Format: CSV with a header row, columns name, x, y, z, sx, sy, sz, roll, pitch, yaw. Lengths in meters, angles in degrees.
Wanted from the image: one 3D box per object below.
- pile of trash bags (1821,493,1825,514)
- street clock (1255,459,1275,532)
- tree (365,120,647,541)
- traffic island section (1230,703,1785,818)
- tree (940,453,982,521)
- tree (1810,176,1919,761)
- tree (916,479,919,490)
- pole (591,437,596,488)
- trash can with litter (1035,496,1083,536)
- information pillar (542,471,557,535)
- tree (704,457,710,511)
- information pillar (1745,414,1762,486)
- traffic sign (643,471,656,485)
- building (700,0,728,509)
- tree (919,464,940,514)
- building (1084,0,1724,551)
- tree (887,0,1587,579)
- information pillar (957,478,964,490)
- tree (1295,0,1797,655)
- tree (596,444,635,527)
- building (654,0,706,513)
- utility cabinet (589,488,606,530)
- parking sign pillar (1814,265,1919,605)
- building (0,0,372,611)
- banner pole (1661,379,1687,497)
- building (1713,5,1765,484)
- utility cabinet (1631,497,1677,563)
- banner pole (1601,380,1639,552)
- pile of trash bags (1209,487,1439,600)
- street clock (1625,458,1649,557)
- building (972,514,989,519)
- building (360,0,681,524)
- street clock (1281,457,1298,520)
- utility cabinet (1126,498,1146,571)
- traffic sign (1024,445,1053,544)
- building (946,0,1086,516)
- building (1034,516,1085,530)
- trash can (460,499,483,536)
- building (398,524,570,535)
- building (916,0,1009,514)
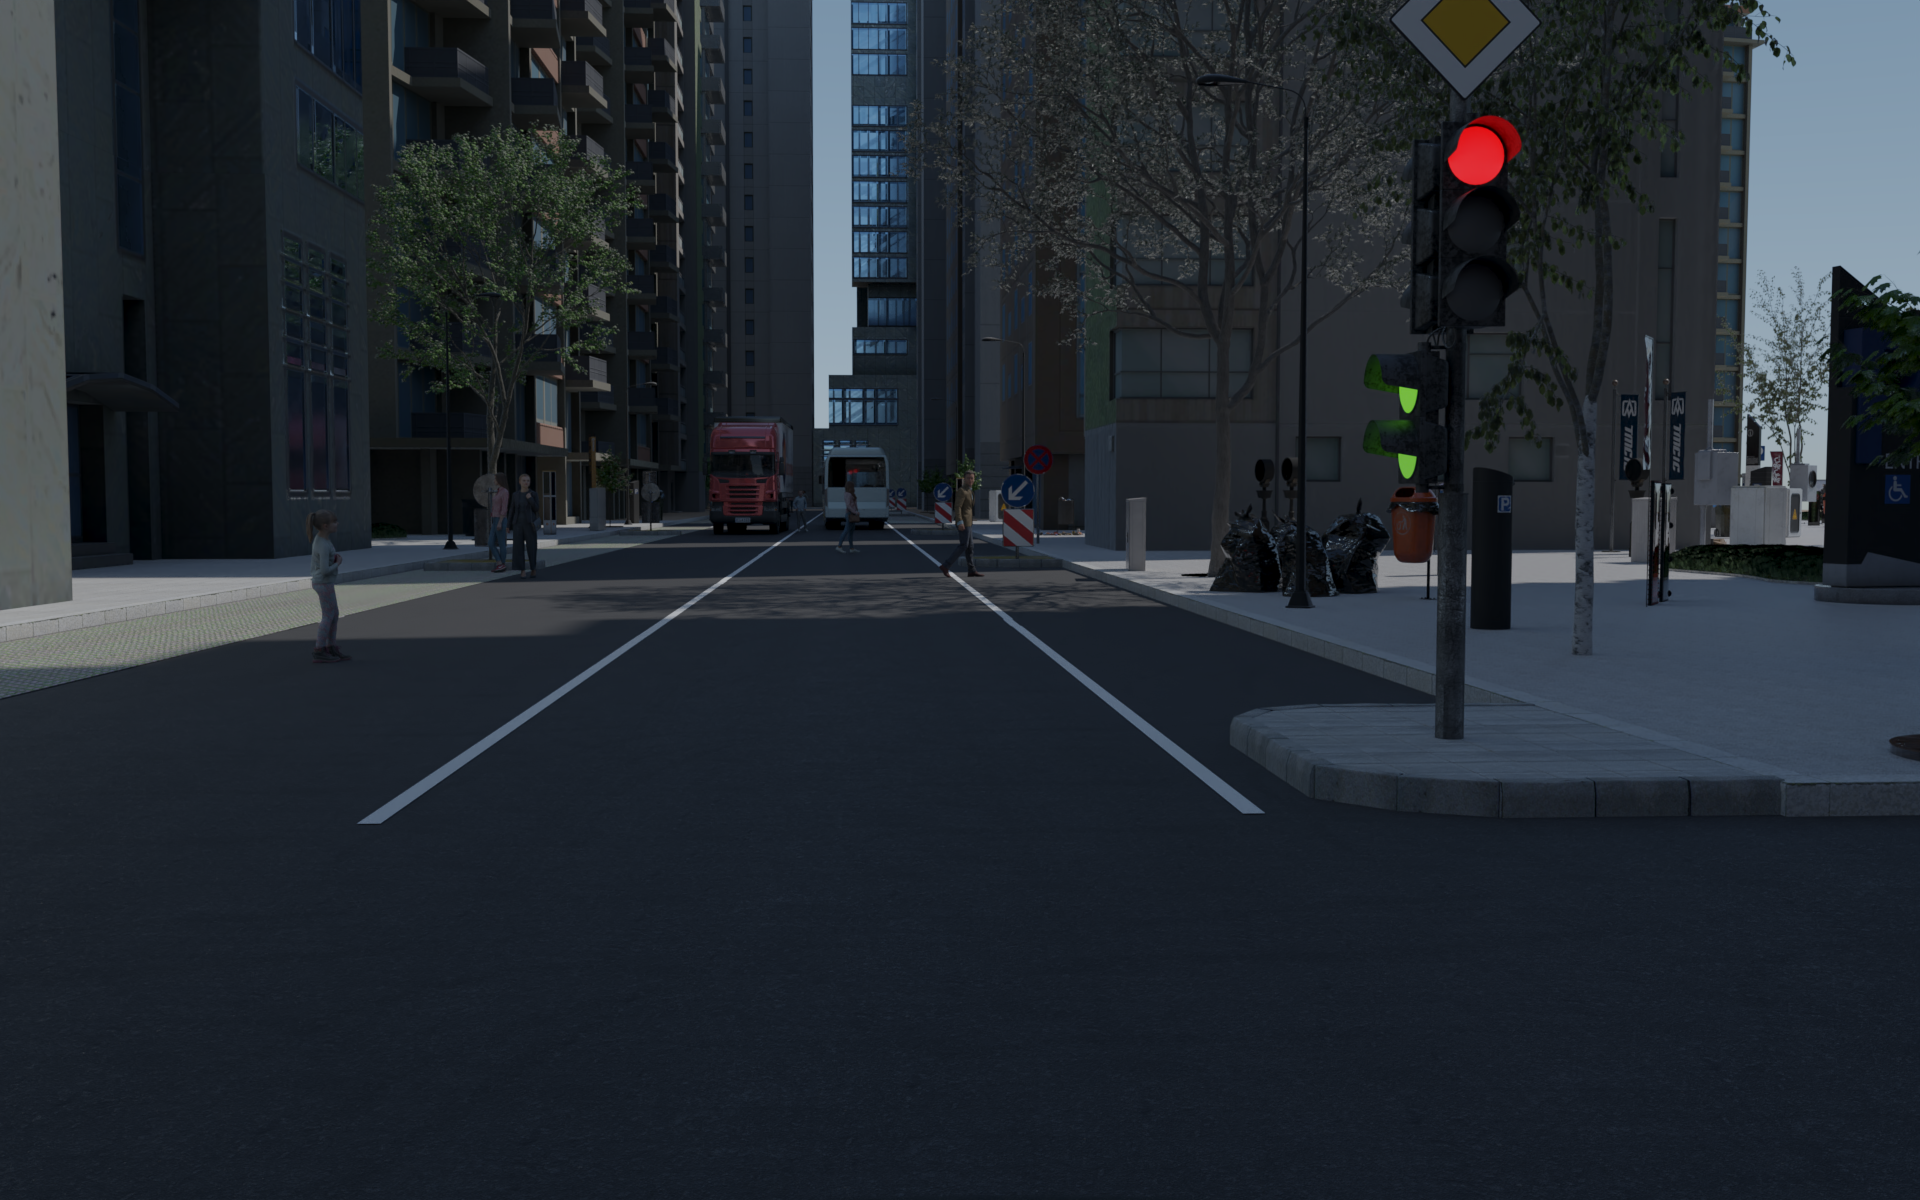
name,x,y,z,sx,sy,sz,roll,pitch,yaw
pile of trash bags,34.455,-3.443,66.048,1.912,1.369,3.447,-2,4,-28
street clock,6.309,-1.917,35.917,0.358,2.002,0.471,-1,4,-17
tree,-12.741,-7.449,47.544,9.928,11.665,9.643,0,3,0
traffic island section,2.597,0.805,9.117,2.009,0.180,2.903,0,4,-4
tree,0.181,-5.355,82.149,1.663,3.219,1.824,0,3,0
tree,4.998,-0.845,8.412,1.663,3.219,1.824,0,3,0
tree,-2.350,-7.664,119.914,1.663,3.219,1.824,0,3,0
pole,-13.045,-4.152,61.728,0.158,3.312,0.155,0,3,0
trash can with litter,2.913,-2.628,54.021,2.233,1.210,1.678,0,4,5
information pillar,-12.924,-3.060,54.530,0.304,2.012,0.304,1,4,21
tree,-18.778,-9.085,132.248,4.285,4.588,4.351,0,3,0
information pillar,23.056,-3.611,50.389,0.183,3.616,0.504,-1,4,-22
traffic sign,-13.935,-4.627,77.774,0.606,2.300,0.079,0,4,1
building,-35.180,-32.105,144.528,30.456,49.044,23.786,0,4,-4
tree,-1.525,-7.188,112.125,1.663,3.219,1.824,0,3,0
building,10.078,-22.109,45.085,14.154,41.232,14.086,0,4,-4
tree,4.158,-7.098,26.427,12.009,13.543,11.850,0,3,0
information pillar,0.011,-4.557,79.003,0.304,2.012,0.304,1,4,9
tree,4.763,-3.874,13.698,4.360,8.622,3.978,0,3,0
tree,-13.404,-4.423,66.918,1.663,3.219,1.824,0,3,0
building,-25.271,-26.612,118.707,14.154,41.232,14.086,0,4,-4
utility cabinet,-12.690,-3.176,60.602,0.318,1.500,1.173,0,4,2
parking sign pillar,11.003,-1.963,20.568,1.447,3.967,1.447,-1,4,-12
building,-22.132,-43.413,22.478,22.319,86.520,31.000,0,4,-4
banner pole,15.418,-2.906,37.536,0.401,3.779,0.863,-1,4,-17
building,53.732,-30.394,151.560,28.867,44.769,22.147,0,4,-4
utility cabinet,12.900,-1.289,32.237,0.306,1.237,1.020,-1,4,-11
banner pole,14.601,-2.947,38.199,0.863,3.779,0.401,-1,4,-17
pile of trash bags,4.781,-0.758,22.143,1.912,1.369,3.447,-2,4,-31
street clock,13.773,-1.877,35.254,0.358,2.002,0.471,-1,4,-22
building,10.633,-34.272,102.354,21.231,58.520,28.212,0,4,-4
building,-27.669,-27.055,96.968,22.147,44.769,28.867,0,4,-4
street clock,6.562,-1.818,34.289,0.358,2.002,0.471,-1,4,-18
utility cabinet,2.962,-1.108,29.275,0.306,1.237,1.020,0,4,3
traffic sign,2.017,-2.728,44.705,0.768,2.556,0.104,0,4,-2
building,6.292,-28.965,123.691,14.600,45.320,14.200,0,4,-4
building,9.066,-25.500,67.042,14.600,45.320,14.200,0,4,-4
trash can,-14.810,-2.506,52.634,0.748,1.137,0.748,0,3,0
building,-25.652,-25.143,65.710,22.147,44.769,28.867,0,4,-4
building,6.845,-36.869,144.813,21.231,58.520,28.212,0,4,-4
